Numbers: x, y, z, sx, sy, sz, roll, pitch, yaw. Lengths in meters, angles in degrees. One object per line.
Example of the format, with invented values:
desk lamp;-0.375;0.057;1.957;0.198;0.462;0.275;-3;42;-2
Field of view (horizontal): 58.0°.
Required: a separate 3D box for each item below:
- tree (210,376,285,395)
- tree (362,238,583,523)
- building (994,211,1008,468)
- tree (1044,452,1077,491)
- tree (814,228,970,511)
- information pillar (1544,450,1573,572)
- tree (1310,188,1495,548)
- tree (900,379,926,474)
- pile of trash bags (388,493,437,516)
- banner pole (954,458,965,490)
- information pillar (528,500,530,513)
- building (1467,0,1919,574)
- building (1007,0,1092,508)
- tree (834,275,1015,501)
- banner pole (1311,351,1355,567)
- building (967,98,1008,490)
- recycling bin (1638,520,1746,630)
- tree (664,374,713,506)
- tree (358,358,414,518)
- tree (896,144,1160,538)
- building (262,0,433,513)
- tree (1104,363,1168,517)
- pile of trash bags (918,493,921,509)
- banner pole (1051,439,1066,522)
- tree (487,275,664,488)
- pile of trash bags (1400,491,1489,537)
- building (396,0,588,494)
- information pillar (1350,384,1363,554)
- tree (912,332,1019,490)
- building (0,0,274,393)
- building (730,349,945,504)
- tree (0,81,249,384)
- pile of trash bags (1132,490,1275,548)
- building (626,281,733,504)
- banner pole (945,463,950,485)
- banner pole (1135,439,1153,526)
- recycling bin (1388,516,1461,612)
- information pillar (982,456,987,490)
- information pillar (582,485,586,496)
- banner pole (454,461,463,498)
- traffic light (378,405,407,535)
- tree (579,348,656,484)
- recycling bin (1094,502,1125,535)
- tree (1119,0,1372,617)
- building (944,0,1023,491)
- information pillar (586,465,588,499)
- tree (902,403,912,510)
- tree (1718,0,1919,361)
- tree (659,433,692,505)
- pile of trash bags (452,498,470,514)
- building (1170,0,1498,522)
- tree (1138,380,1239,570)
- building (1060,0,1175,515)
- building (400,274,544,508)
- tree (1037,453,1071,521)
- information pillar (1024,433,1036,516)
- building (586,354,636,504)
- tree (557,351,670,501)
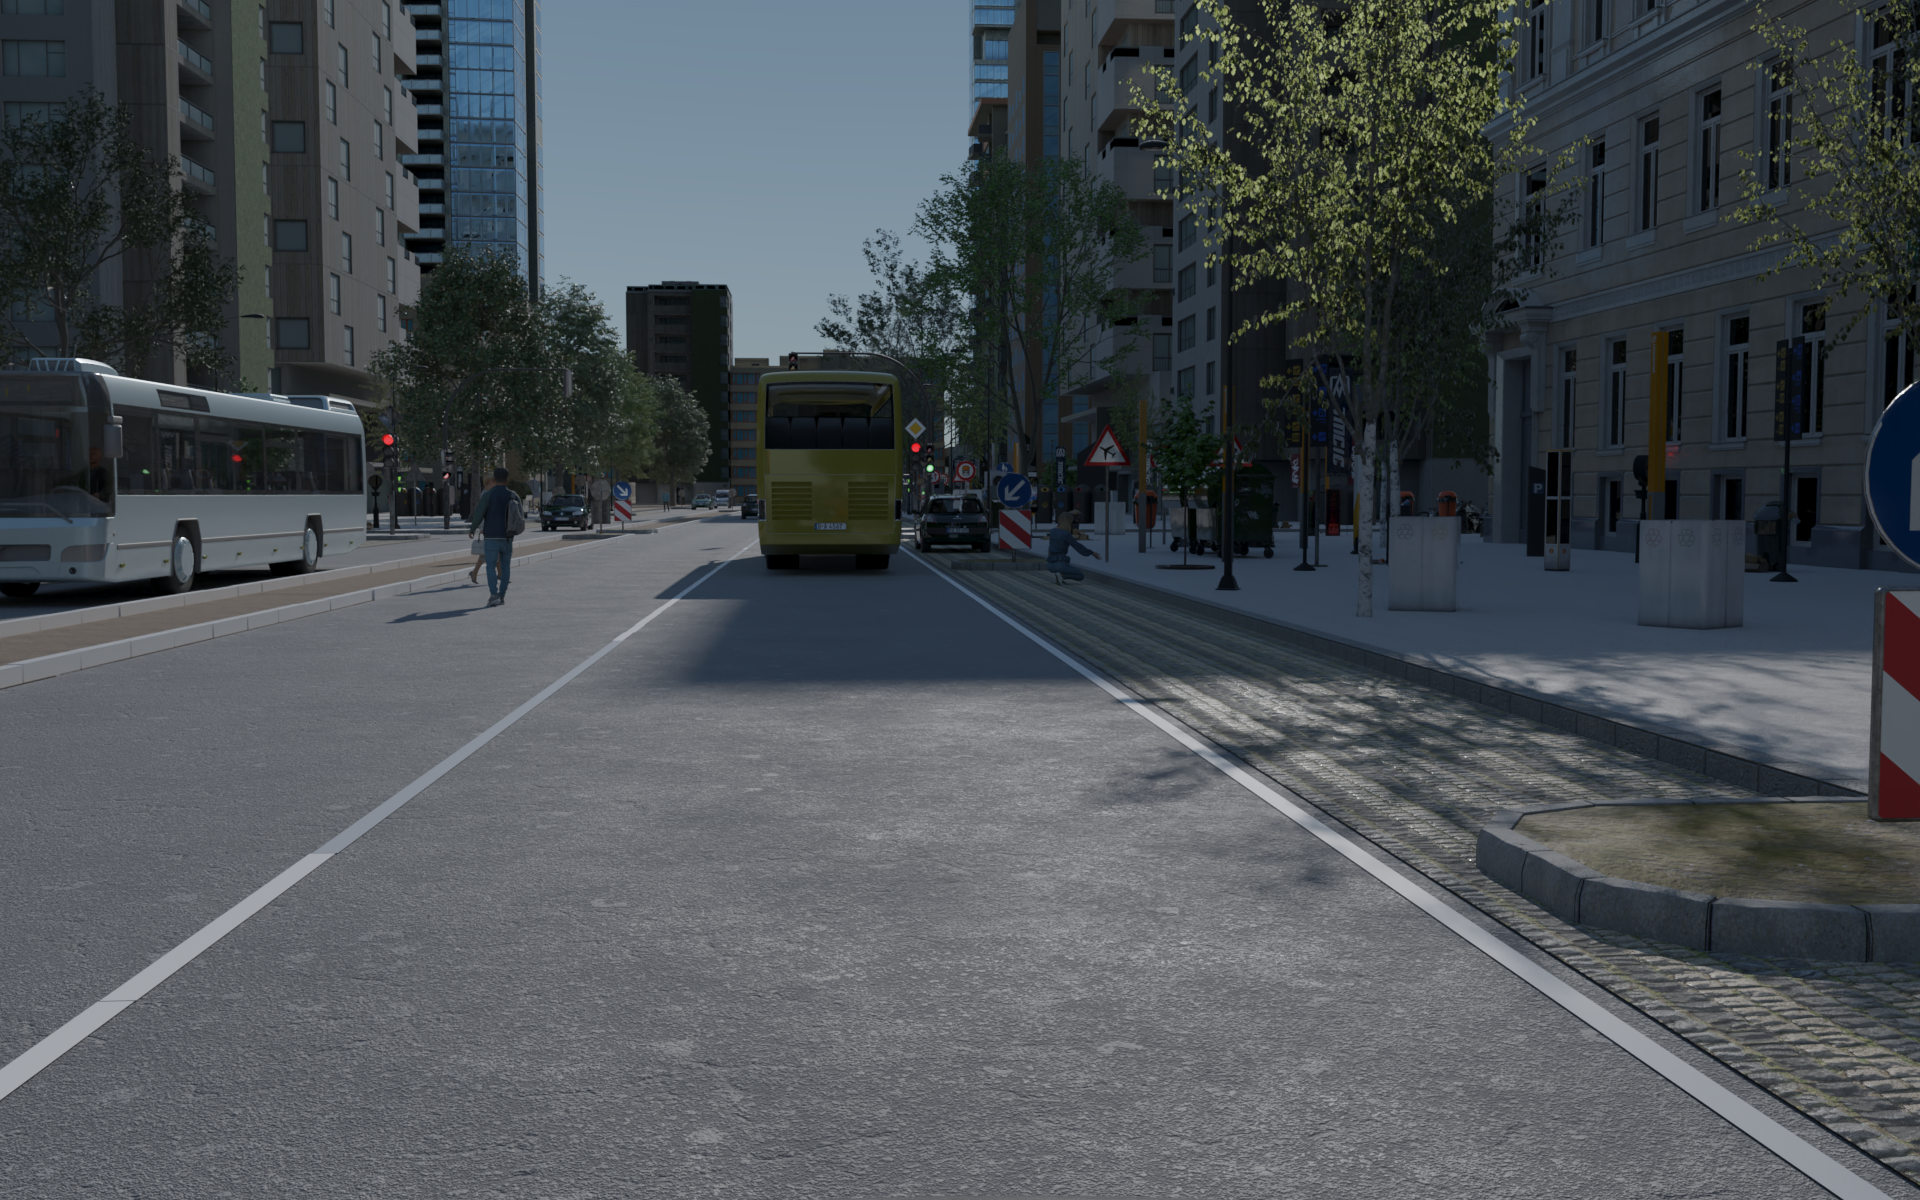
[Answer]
tree;-19.886;-3.936;48.072;4.285;4.588;4.351;0;3;0
tree;-21.714;-9.826;77.665;9.611;12.733;9.660;0;3;0
building;10.115;-24.292;168.867;14.160;30.474;14.107;0;4;-5
tree;8.173;-9.125;132.911;4.285;4.588;4.351;0;3;0
tree;-5.387;-16.544;126.384;12.611;20.169;13.585;0;3;0
information pillar;9.945;-1.486;28.792;0.304;2.012;0.304;-2;4;-30
tree;10.385;-5.564;41.341;4.737;8.622;4.395;0;3;0
tree;-7.943;-16.902;182.999;9.857;13.997;8.962;0;3;0
pile of trash bags;-32.366;-5.725;103.363;3.447;1.369;1.912;-1;4;-9
banner pole;0.031;-7.117;106.388;0.863;3.779;0.401;0;4;1
information pillar;-29.605;-6.961;118.307;0.304;2.012;0.304;-3;5;-42
building;20.894;-15.298;36.030;13.634;28.700;20.117;0;4;-5
building;11.851;-30.821;154.038;14.600;45.320;14.200;0;4;-5
tree;-1.982;-11.427;97.195;12.009;13.543;11.850;0;3;0
banner pole;6.493;-2.468;30.362;0.863;3.779;0.401;2;4;35
building;12.306;-32.787;190.684;22.147;44.769;28.867;0;4;-5
recycling bin;7.096;-0.260;16.804;0.722;1.027;0.722;-3;4;-36
tree;-30.282;-16.851;182.173;9.857;13.997;8.962;0;3;0
tree;-29.341;-8.528;89.797;4.360;8.622;3.978;0;3;0
tree;1.995;-7.638;50.644;9.928;11.665;9.643;0;3;0
building;-49.876;-31.702;107.561;28.713;52.752;27.495;0;4;-5
tree;9.800;-8.889;95.701;4.737;8.622;4.395;0;3;0
pile of trash bags;-2.949;-7.606;134.116;1.912;1.369;3.447;0;4;-4
banner pole;4.450;-5.469;79.430;0.863;3.779;0.401;0;4;-4
tree;-23.823;-11.979;102.513;9.857;13.997;8.962;0;3;0
pile of trash bags;15.787;-2.852;56.375;3.447;1.369;1.912;-1;4;-12
building;-57.931;-53.489;187.212;31.000;86.520;22.319;0;4;-5
information pillar;8.452;-2.779;36.792;0.183;3.616;0.504;0;4;3
tree;0.586;-7.904;79.585;4.737;8.622;4.395;0;3;0
building;-40.695;-24.143;78.339;14.154;41.232;14.086;0;4;-5
building;-17.552;-24.622;247.614;28.899;21.520;27.650;0;4;-5
tree;-19.418;-6.363;38.450;8.767;10.594;7.601;1;4;20
pile of trash bags;5.752;-1.954;41.693;3.447;1.369;1.912;-1;4;-20
building;-38.377;-28.520;237.994;14.107;30.474;14.160;0;4;-5
banner pole;-0.977;-9.133;139.339;0.401;3.779;0.863;2;4;33
banner pole;7.449;-4.882;69.841;0.863;3.779;0.401;3;5;43
recycling bin;5.160;-0.408;19.229;0.722;1.027;0.722;1;4;20
information pillar;1.524;-6.950;104.995;0.504;3.616;0.183;3;5;44
information pillar;-27.827;-7.585;128.514;0.304;2.012;0.304;3;5;42
banner pole;-37.528;-8.530;129.488;0.863;3.779;0.401;-3;4;-38
traffic light;-17.876;-4.010;54.478;0.839;4.253;0.868;0;4;-5
tree;-26.906;-13.224;134.332;7.486;12.596;7.792;0;3;0
recycling bin;4.738;-2.581;54.752;0.722;1.027;0.722;-3;5;-41
tree;4.102;-4.140;18.057;4.360;8.622;3.978;0;3;0
building;13.133;-56.996;244.558;31.000;86.520;22.319;0;4;-5
information pillar;-24.215;-7.401;112.365;0.183;3.616;0.504;-1;4;-9
tree;-3.171;-9.827;111.026;4.737;8.622;4.395;0;3;0
tree;11.134;-4.239;19.667;4.360;8.622;3.978;0;3;0
tree;-33.348;-15.665;206.482;4.360;8.622;3.978;0;3;0
pile of trash bags;-33.320;-6.375;113.982;1.912;1.369;3.447;-2;4;-35
building;18.413;-19.057;83.283;14.107;30.474;14.160;0;4;-5
tree;3.875;-2.140;29.589;1.663;3.219;1.824;0;3;0
building;21.865;-32.271;116.873;28.713;52.752;27.495;0;4;-5
building;-52.441;-18.638;149.777;27.650;21.520;28.899;0;4;-5
tree;4.467;-5.310;81.419;1.663;3.219;1.824;0;3;0
information pillar;2.670;-4.582;66.275;0.504;3.616;0.183;0;4;-6
building;-60.849;-24.380;243.647;28.899;21.520;27.650;0;4;-5
tree;-25.967;-12.058;122.905;9.928;11.665;9.643;0;3;0
